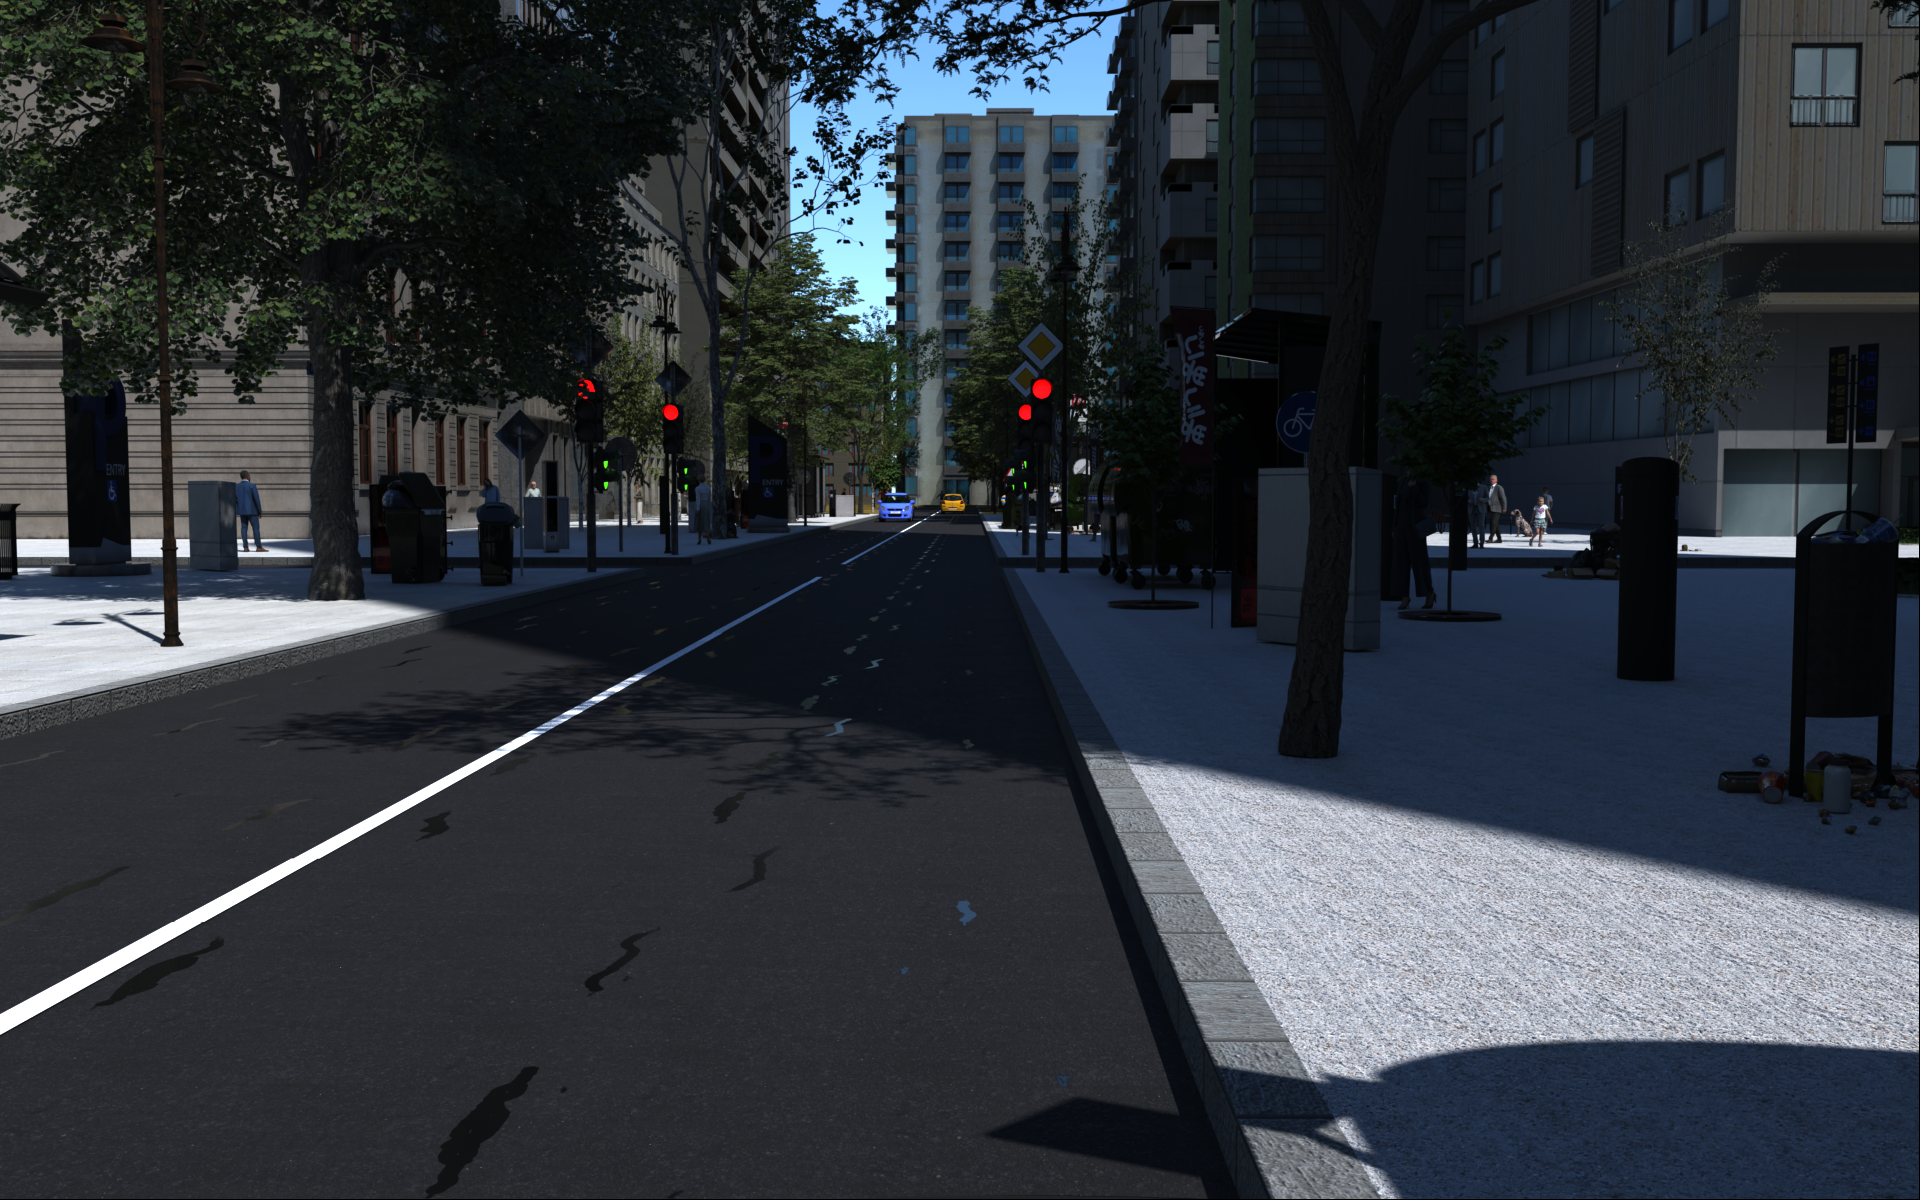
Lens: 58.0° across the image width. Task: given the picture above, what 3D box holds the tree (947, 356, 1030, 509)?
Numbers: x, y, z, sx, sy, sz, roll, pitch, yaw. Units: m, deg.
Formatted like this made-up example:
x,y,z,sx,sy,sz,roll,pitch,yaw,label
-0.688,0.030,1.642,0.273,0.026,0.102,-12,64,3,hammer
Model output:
x,y,z,sx,sy,sz,roll,pitch,yaw,label
3.535,-14.852,149.488,9.857,13.997,8.962,0,3,0,tree

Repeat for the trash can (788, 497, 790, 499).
x,y,z,sx,sy,sz,roll,pitch,yaw,label
-7.493,-3.719,72.459,0.748,1.137,0.748,0,3,0,trash can

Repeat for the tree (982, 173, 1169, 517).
x,y,z,sx,sy,sz,roll,pitch,yaw,label
2.610,-5.533,40.822,4.737,8.622,4.395,0,3,0,tree

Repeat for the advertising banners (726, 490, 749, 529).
x,y,z,sx,sy,sz,roll,pitch,yaw,label
-7.917,-4.141,63.901,2.074,3.025,0.090,-3,5,-41,advertising banners

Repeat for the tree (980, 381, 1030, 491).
x,y,z,sx,sy,sz,roll,pitch,yaw,label
2.900,-9.464,105.092,4.360,8.622,3.978,0,3,0,tree

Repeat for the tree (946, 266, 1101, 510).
x,y,z,sx,sy,sz,roll,pitch,yaw,label
3.179,-10.321,86.867,7.486,12.596,7.792,0,3,0,tree

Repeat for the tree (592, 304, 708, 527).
x,y,z,sx,sy,sz,roll,pitch,yaw,label
-12.609,-7.137,67.058,4.737,8.622,4.395,0,3,0,tree

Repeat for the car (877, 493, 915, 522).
x,y,z,sx,sy,sz,roll,pitch,yaw,label
-3.290,-4.880,89.372,1.945,1.707,3.694,0,3,0,car

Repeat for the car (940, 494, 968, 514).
x,y,z,sx,sy,sz,roll,pitch,yaw,label
-0.468,-6.895,122.962,2.015,1.641,3.980,0,4,1,car

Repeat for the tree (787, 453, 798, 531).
x,y,z,sx,sy,sz,roll,pitch,yaw,label
-6.580,-4.042,60.689,1.663,3.219,1.824,0,3,0,tree

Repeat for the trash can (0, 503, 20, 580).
x,y,z,sx,sy,sz,roll,pitch,yaw,label
-14.505,-0.878,26.002,0.748,1.137,0.748,0,3,0,trash can

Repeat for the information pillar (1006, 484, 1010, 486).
x,y,z,sx,sy,sz,roll,pitch,yaw,label
2.280,-4.572,79.239,0.304,2.012,0.304,1,4,16,information pillar

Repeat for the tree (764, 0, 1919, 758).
x,y,z,sx,sy,sz,roll,pitch,yaw,label
1.873,-4.494,7.894,8.767,10.594,7.601,-2,4,-31,tree

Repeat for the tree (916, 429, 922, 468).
x,y,z,sx,sy,sz,roll,pitch,yaw,label
-5.515,-12.564,155.786,4.737,8.622,4.395,0,3,0,tree

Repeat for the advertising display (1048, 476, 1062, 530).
x,y,z,sx,sy,sz,roll,pitch,yaw,label
3.459,-3.437,61.408,0.974,1.923,0.123,-3,5,-43,advertising display

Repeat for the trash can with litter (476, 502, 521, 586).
x,y,z,sx,sy,sz,roll,pitch,yaw,label
-6.525,-0.805,24.544,0.624,1.170,1.055,-1,4,-15,trash can with litter

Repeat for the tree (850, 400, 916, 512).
x,y,z,sx,sy,sz,roll,pitch,yaw,label
-6.047,-10.485,121.787,4.737,8.622,4.395,0,3,0,tree

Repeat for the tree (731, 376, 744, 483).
x,y,z,sx,sy,sz,roll,pitch,yaw,label
-14.191,-8.599,90.957,4.360,8.622,3.978,0,3,0,tree

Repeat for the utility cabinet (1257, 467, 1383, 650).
x,y,z,sx,sy,sz,roll,pitch,yaw,label
3.006,-0.357,14.518,0.318,1.500,1.173,-2,4,-32,utility cabinet

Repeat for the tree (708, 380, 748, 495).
x,y,z,sx,sy,sz,roll,pitch,yaw,label
-14.050,-9.603,107.378,4.737,8.622,4.395,0,3,0,tree

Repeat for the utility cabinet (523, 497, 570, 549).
x,y,z,sx,sy,sz,roll,pitch,yaw,label
-9.654,-1.793,40.481,1.020,1.237,0.306,0,4,-7,utility cabinet

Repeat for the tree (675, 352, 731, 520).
x,y,z,sx,sy,sz,roll,pitch,yaw,label
-13.696,-8.182,84.139,4.360,8.622,3.978,0,3,0,tree

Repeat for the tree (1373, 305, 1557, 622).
x,y,z,sx,sy,sz,roll,pitch,yaw,label
5.019,-1.425,17.908,1.663,3.219,1.824,0,3,0,tree

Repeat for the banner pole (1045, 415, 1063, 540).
x,y,z,sx,sy,sz,roll,pitch,yaw,label
2.576,-3.562,48.250,0.401,3.779,0.863,-3,5,-42,banner pole

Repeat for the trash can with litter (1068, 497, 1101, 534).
x,y,z,sx,sy,sz,roll,pitch,yaw,label
3.901,-2.778,56.477,1.678,1.210,2.233,3,4,38,trash can with litter

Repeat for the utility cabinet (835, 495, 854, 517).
x,y,z,sx,sy,sz,roll,pitch,yaw,label
-6.438,-5.224,96.582,1.020,1.237,0.306,-1,4,-11,utility cabinet

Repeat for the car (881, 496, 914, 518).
x,y,z,sx,sy,sz,roll,pitch,yaw,label
-3.642,-5.426,100.512,2.131,1.459,4.920,0,4,2,car

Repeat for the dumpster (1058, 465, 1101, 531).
x,y,z,sx,sy,sz,roll,pitch,yaw,label
4.132,-3.454,58.970,1.502,2.255,1.985,0,4,0,dumpster

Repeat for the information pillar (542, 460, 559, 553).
x,y,z,sx,sy,sz,roll,pitch,yaw,label
-8.972,-2.047,37.960,0.304,2.012,0.304,-2,4,-25,information pillar

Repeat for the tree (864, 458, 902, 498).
x,y,z,sx,sy,sz,roll,pitch,yaw,label
-6.476,-9.862,144.958,4.285,4.588,4.351,0,3,0,tree

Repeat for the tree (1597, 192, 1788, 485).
x,y,z,sx,sy,sz,roll,pitch,yaw,label
18.089,-5.670,43.073,4.360,8.622,3.978,0,3,0,tree

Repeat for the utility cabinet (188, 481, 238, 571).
x,y,z,sx,sy,sz,roll,pitch,yaw,label
-12.507,-1.244,29.015,1.173,1.500,0.318,3,5,43,utility cabinet

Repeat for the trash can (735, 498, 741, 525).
x,y,z,sx,sy,sz,roll,pitch,yaw,label
-9.102,-3.694,72.043,0.748,1.137,0.748,0,3,0,trash can

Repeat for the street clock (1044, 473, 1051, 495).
x,y,z,sx,sy,sz,roll,pitch,yaw,label
2.925,-3.392,60.026,0.471,2.002,0.358,0,4,2,street clock

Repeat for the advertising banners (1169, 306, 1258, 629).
x,y,z,sx,sy,sz,roll,pitch,yaw,label
2.848,-1.253,16.669,2.074,3.025,0.090,-2,4,-29,advertising banners

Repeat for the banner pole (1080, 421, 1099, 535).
x,y,z,sx,sy,sz,roll,pitch,yaw,label
4.097,-3.920,54.110,0.401,3.779,0.863,-2,4,-30,banner pole

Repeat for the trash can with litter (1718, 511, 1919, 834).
x,y,z,sx,sy,sz,roll,pitch,yaw,label
4.176,0.222,7.430,2.233,1.210,1.678,-1,4,-21,trash can with litter

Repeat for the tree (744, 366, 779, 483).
x,y,z,sx,sy,sz,roll,pitch,yaw,label
-11.904,-8.930,96.373,4.360,8.622,3.978,0,3,0,tree

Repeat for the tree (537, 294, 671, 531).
x,y,z,sx,sy,sz,roll,pitch,yaw,label
-12.862,-6.657,59.203,4.360,8.622,3.978,0,3,0,tree

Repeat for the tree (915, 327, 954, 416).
x,y,z,sx,sy,sz,roll,pitch,yaw,label
-7.692,-19.610,176.504,12.611,20.169,13.585,0,3,0,tree

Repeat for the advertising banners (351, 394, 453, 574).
x,y,z,sx,sy,sz,roll,pitch,yaw,label
-9.201,-1.932,27.772,2.074,3.025,0.090,0,4,0,advertising banners

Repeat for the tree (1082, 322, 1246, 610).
x,y,z,sx,sy,sz,roll,pitch,yaw,label
2.115,-1.535,19.703,1.663,3.219,1.824,0,3,0,tree
